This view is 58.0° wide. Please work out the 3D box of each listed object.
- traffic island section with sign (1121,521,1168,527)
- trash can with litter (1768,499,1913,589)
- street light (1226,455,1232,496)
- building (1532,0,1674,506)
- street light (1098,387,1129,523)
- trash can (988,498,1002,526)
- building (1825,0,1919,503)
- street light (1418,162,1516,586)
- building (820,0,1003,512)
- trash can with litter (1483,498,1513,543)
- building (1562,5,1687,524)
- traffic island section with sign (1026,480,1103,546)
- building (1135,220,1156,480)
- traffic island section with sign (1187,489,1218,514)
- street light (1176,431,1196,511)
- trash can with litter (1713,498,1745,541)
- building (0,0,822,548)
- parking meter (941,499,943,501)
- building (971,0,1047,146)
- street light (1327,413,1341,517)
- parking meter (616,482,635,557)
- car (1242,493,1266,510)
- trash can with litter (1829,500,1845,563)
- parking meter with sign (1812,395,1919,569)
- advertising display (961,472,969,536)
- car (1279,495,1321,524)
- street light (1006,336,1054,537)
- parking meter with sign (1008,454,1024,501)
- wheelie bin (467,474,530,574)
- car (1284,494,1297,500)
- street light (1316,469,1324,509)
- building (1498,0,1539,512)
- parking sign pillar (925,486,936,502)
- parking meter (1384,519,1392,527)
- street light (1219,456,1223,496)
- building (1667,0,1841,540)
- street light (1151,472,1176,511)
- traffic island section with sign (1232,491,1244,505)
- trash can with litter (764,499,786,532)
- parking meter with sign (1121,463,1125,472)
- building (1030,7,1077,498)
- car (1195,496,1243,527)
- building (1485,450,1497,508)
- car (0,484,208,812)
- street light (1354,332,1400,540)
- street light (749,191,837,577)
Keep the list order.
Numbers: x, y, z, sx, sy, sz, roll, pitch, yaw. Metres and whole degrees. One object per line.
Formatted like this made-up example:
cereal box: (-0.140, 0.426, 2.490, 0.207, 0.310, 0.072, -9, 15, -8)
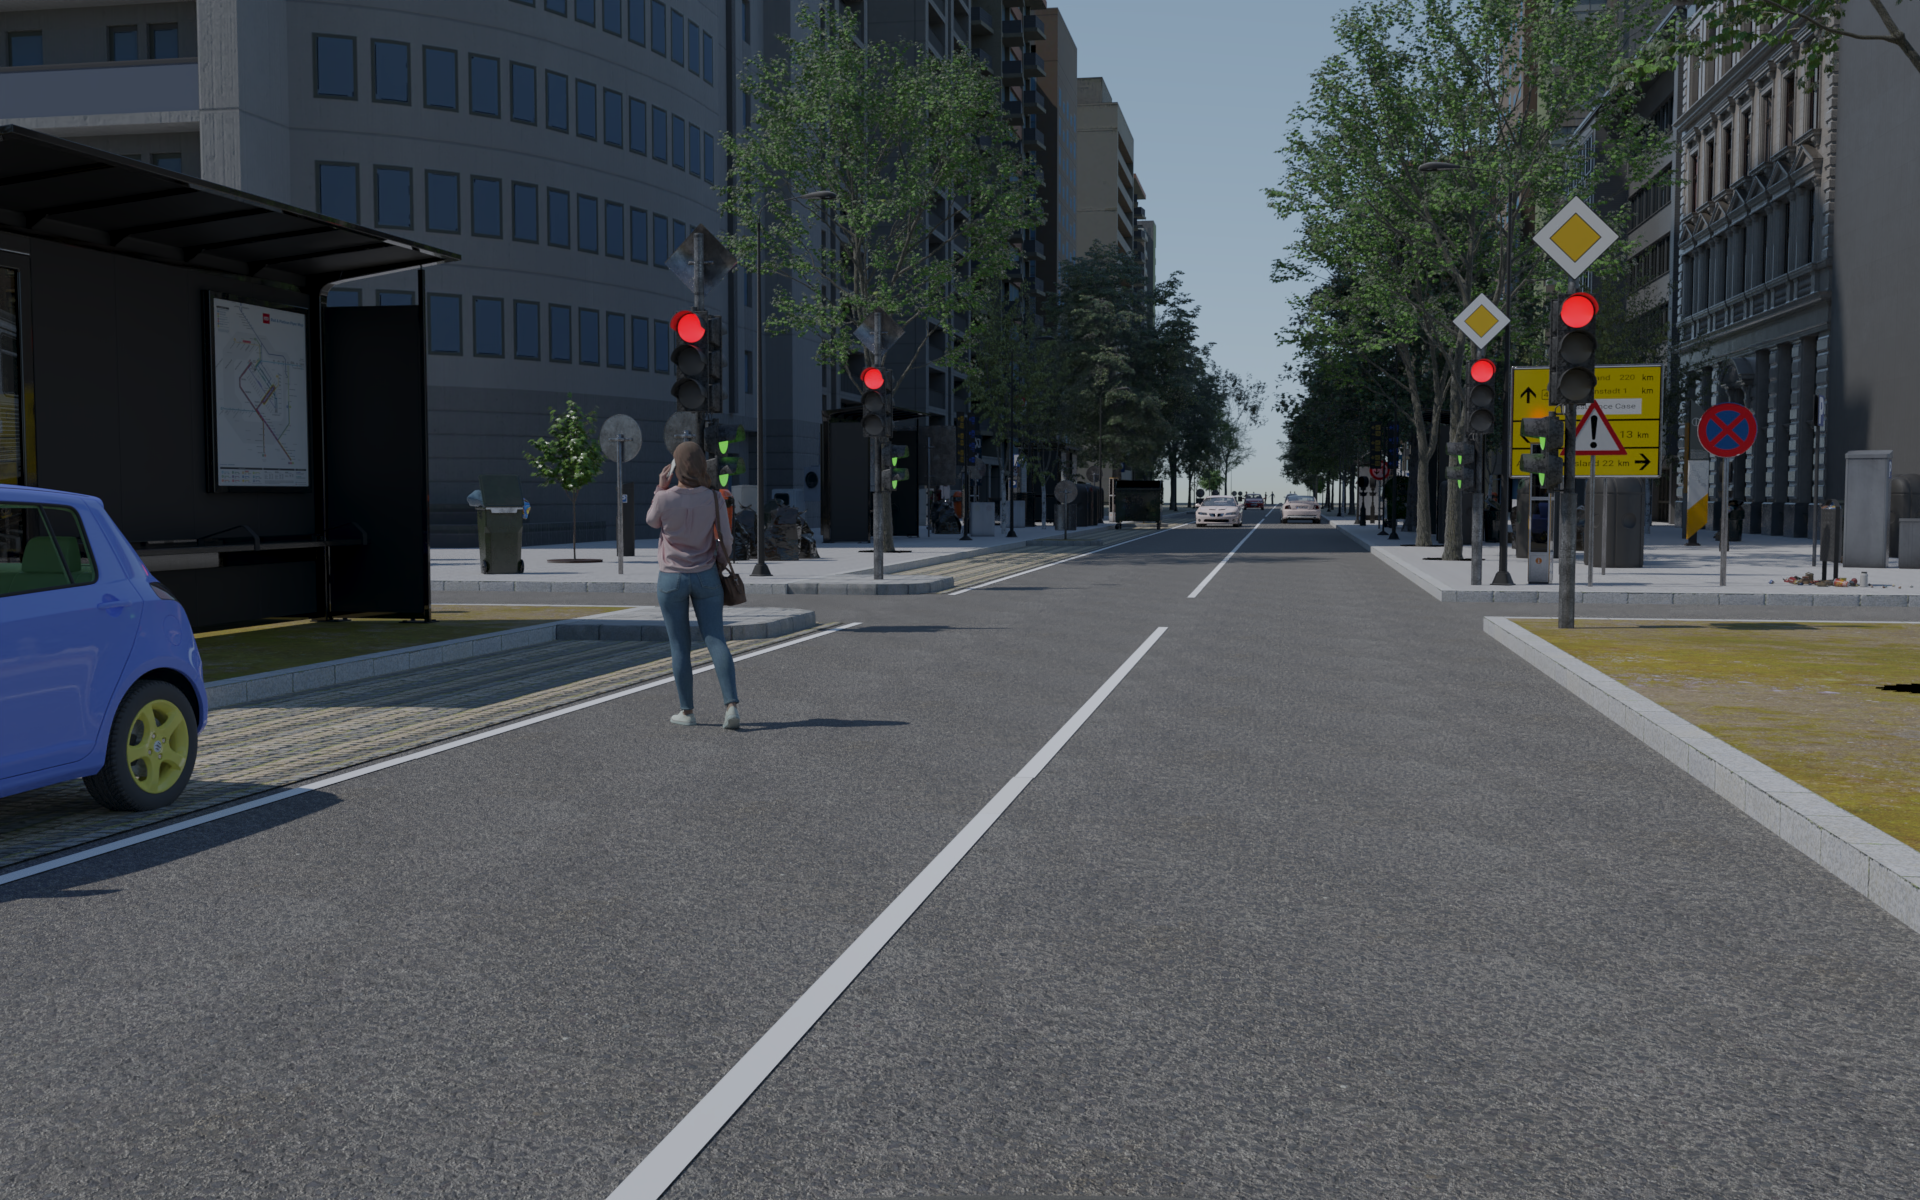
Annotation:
traffic island section with sign: (8.005, -4.061, 75.017, 1.989, 1.847, 2.006, 1, 4, 11)
trash can with litter: (12.369, -0.830, 24.621, 1.678, 1.210, 2.233, 1, 4, 10)
street light: (31.647, -14.369, 207.475, 1.470, 5.913, 1.316, 1, 4, 11)
building: (42.525, -25.869, 106.546, 14.154, 41.232, 14.086, 1, 4, 11)
street light: (6.664, -6.294, 75.447, 1.470, 5.913, 1.316, 1, 4, 11)
trash can: (1.484, -3.620, 70.840, 0.748, 1.137, 0.748, 0, 3, 0)
building: (33.857, -14.900, 37.117, 24.014, 27.812, 14.314, 1, 4, 11)
street light: (7.114, -3.167, 24.319, 1.470, 5.913, 1.316, 1, 4, 11)
building: (-7.979, -41.300, 113.507, 20.563, 71.187, 20.611, 1, 4, 11)
trash can with litter: (14.243, -2.081, 45.411, 0.624, 1.170, 1.055, -3, 5, -44)
building: (37.303, -15.956, 79.940, 14.314, 24.678, 30.058, 1, 4, 11)
traffic island section with sign: (2.952, -2.420, 48.197, 1.989, 1.847, 2.006, 1, 4, 11)
building: (20.973, -34.819, 252.887, 14.154, 41.232, 14.086, 1, 4, 11)
traffic island section with sign: (17.312, -7.078, 124.351, 1.989, 1.847, 2.006, 1, 4, 11)
street light: (16.473, -9.481, 127.560, 1.470, 5.913, 1.316, 1, 4, 11)
trash can with litter: (20.834, -2.182, 47.062, 0.624, 1.170, 1.055, 0, 4, -7)
building: (-18.145, -31.229, 52.597, 21.231, 58.520, 28.212, 1, 4, 11)
parking meter: (-1.108, -5.691, 98.751, 0.255, 1.863, 0.399, -1, 4, -18)
building: (-5.110, -29.619, 138.901, 22.147, 44.769, 28.867, 1, 4, 11)
street light: (16.372, -6.178, 73.557, 1.470, 5.913, 1.316, 1, 4, 11)
parking meter: (-6.890, -1.667, 35.659, 0.372, 1.533, 0.369, 0, 3, 0)
car: (26.537, -9.014, 156.412, 2.155, 1.783, 4.494, 1, 4, 9)
trash can with litter: (16.574, -1.274, 32.216, 0.624, 1.170, 1.055, 0, 4, 6)
parking meter with sign: (15.790, -2.069, 30.087, 1.738, 3.016, 0.543, 2, 4, 35)
advertising display: (0.145, -2.741, 50.030, 0.123, 1.923, 0.974, 0, 4, -6)
car: (16.674, -4.434, 84.858, 2.083, 1.381, 4.827, 1, 4, 9)
street light: (2.065, -4.805, 51.102, 1.470, 5.913, 1.316, 1, 4, 11)
parking meter with sign: (2.335, -4.800, 74.745, 0.543, 3.016, 1.738, 1, 4, 15)
wheelie bin: (-7.443, -1.222, 27.895, 0.980, 1.594, 0.693, -2, 4, -28)
car: (43.719, -13.405, 228.216, 2.155, 1.783, 4.494, 1, 4, 11)
street light: (21.501, -7.827, 100.506, 1.470, 5.913, 1.316, 1, 4, 11)
building: (45.247, -28.756, 120.274, 14.600, 45.320, 14.200, 1, 4, 11)
parking sign pillar: (-1.264, -5.225, 73.899, 1.447, 3.967, 1.447, 0, 4, -5)
parking meter: (16.610, -3.753, 67.080, 0.255, 1.863, 0.399, 3, 5, 43)
street light: (26.969, -12.892, 183.331, 1.470, 5.913, 1.316, 1, 4, 11)
building: (30.343, -13.869, 55.643, 11.050, 23.489, 19.941, 1, 4, 11)
street light: (11.920, -7.979, 102.998, 1.470, 5.913, 1.316, 1, 4, 11)
traffic island section with sign: (37.611, -13.660, 231.961, 1.989, 1.847, 2.006, 1, 4, 11)
trash can with litter: (-4.585, -1.846, 41.561, 0.624, 1.170, 1.055, 2, 4, 28)
parking meter with sign: (9.075, -6.126, 96.424, 0.543, 3.016, 1.738, 1, 4, 18)
building: (2.991, -31.139, 159.233, 14.600, 45.320, 14.200, 1, 4, 11)
car: (11.442, -3.909, 76.280, 2.083, 1.381, 4.827, 1, 4, 12)
building: (53.200, -50.651, 140.821, 22.319, 86.520, 31.000, 1, 4, 11)
car: (-4.678, 0.176, 6.710, 1.945, 1.707, 3.694, 1, 4, 11)
street light: (11.714, -4.665, 48.818, 1.470, 5.913, 1.316, 1, 4, 11)
street light: (-2.578, -3.319, 26.802, 1.470, 5.913, 1.316, 1, 4, 11)
